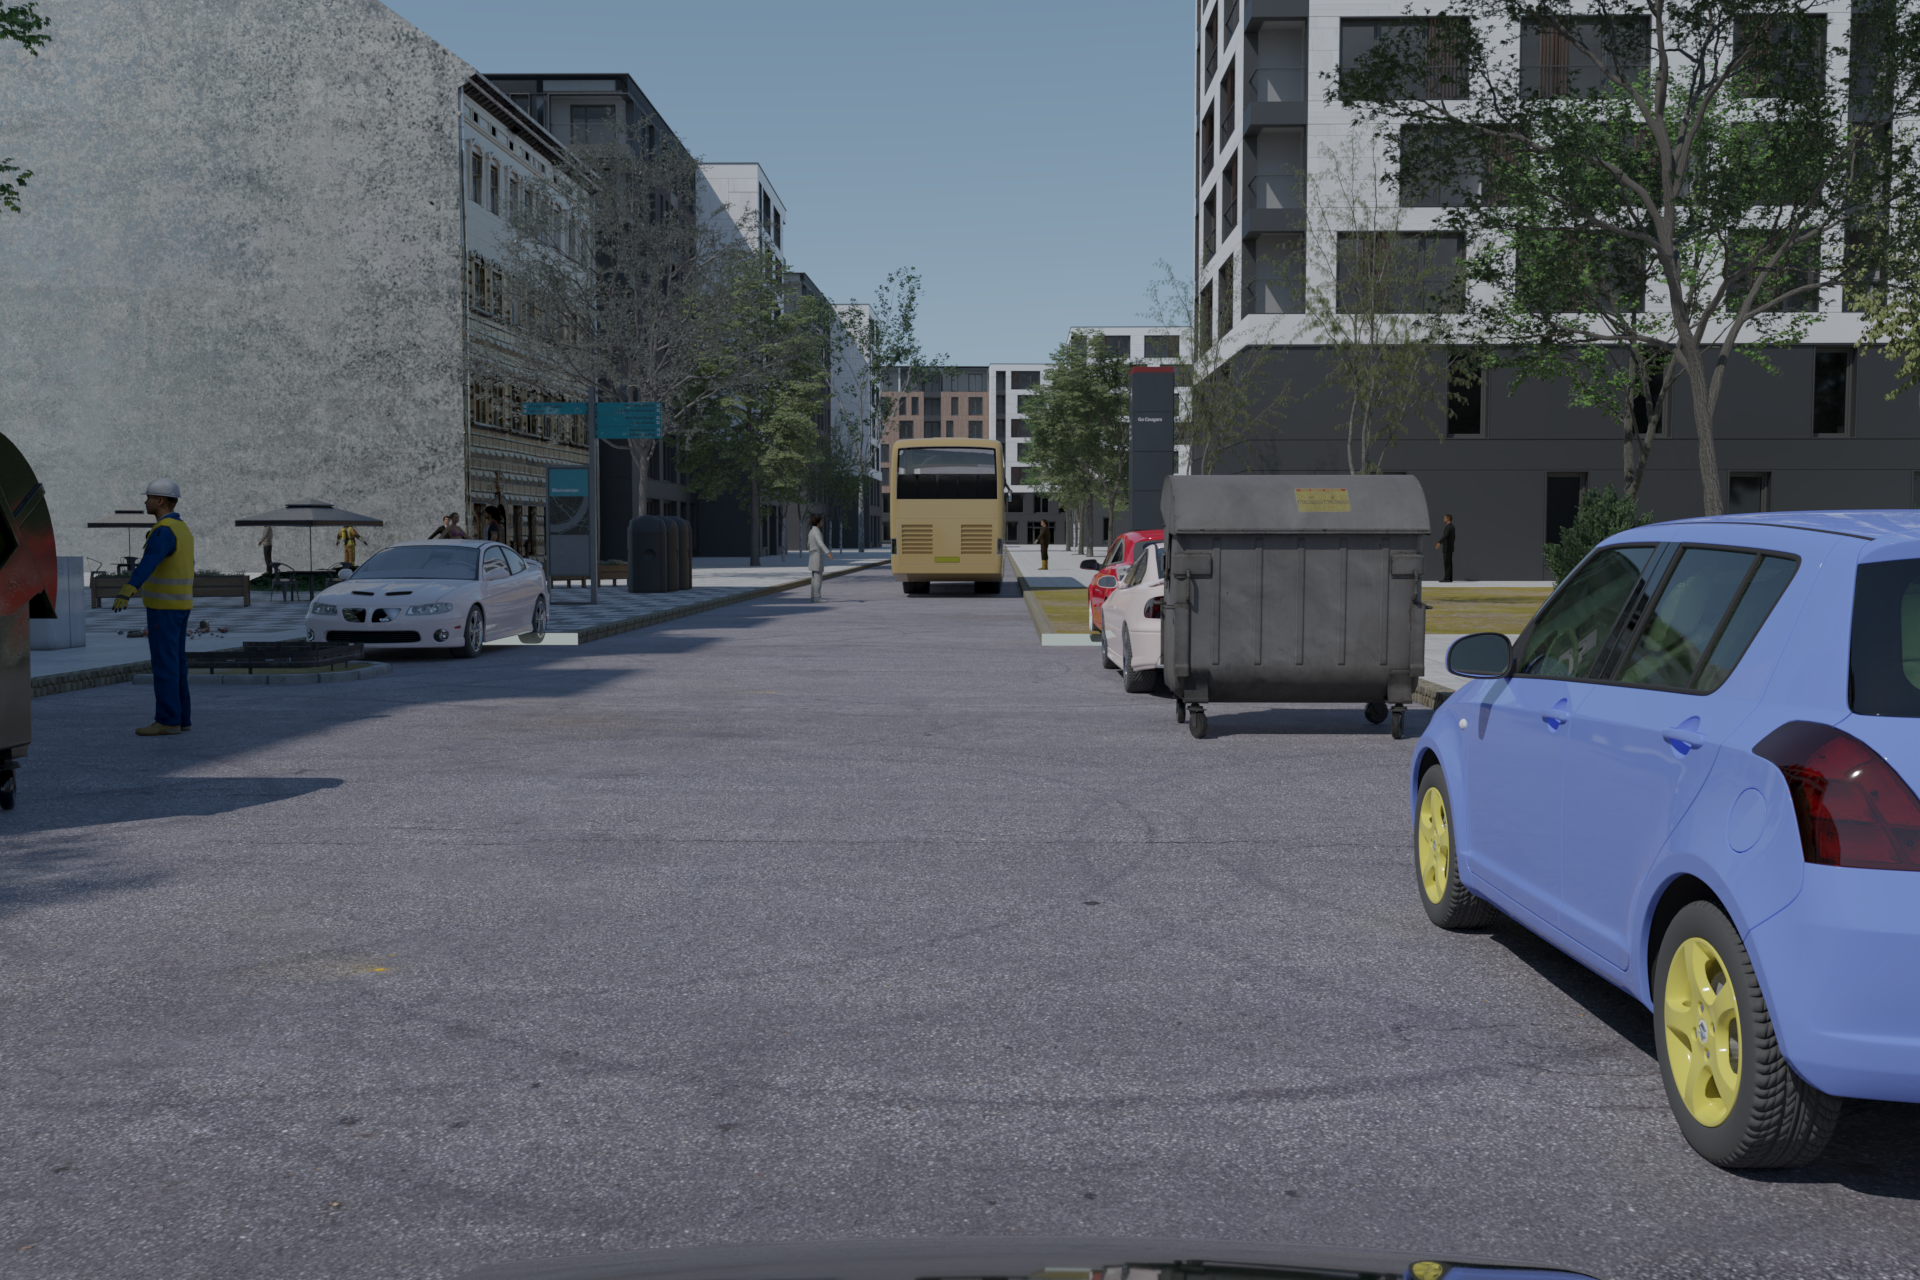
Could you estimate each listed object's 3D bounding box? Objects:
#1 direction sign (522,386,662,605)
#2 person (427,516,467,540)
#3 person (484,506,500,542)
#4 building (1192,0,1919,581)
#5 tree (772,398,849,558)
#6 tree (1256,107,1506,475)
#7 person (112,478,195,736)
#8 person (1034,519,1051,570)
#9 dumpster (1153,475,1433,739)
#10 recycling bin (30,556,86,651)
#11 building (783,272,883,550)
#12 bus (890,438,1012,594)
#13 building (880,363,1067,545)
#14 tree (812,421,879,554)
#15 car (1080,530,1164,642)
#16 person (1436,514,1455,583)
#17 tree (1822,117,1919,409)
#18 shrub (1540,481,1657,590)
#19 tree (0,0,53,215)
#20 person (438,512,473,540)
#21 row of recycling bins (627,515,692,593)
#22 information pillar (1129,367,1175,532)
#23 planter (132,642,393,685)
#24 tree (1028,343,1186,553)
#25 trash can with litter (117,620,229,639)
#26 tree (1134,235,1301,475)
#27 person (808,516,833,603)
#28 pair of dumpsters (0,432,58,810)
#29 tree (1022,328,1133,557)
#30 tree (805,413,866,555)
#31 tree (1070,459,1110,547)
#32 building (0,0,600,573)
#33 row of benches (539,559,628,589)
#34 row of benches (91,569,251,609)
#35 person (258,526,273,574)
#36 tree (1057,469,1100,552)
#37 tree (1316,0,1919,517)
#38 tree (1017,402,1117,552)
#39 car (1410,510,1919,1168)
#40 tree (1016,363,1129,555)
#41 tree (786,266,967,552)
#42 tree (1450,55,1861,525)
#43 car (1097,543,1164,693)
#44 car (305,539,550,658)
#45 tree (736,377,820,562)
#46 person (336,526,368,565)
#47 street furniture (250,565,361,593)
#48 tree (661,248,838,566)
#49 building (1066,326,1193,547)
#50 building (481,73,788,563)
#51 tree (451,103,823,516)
[{"bbox_3d":[-6.627,-2.638,31.900,2.525,3.948,1.411,0,4,2],"label":"direction sign"},{"bbox_3d":[-14.720,-2.664,49.742,1.347,1.806,0.705,-1,4,-23],"label":"person"},{"bbox_3d":[-8.927,-1.635,32.883,0.704,1.843,1.345,-1,4,-20],"label":"person"},{"bbox_3d":[22.134,-13.364,62.484,27.936,21.610,32.646,0,4,2],"label":"building"},{"bbox_3d":[-8.723,-8.679,92.257,4.360,8.622,3.978,0,3,0],"label":"tree"},{"bbox_3d":[6.821,-4.888,30.288,4.360,8.622,3.978,0,3,0],"label":"tree"},{"bbox_3d":[-5.734,-0.246,12.450,0.705,1.833,1.349,0,4,-7],"label":"person"},{"bbox_3d":[2.992,-3.417,62.002,0.704,1.812,1.346,2,4,24],"label":"person"},{"bbox_3d":[2.376,-0.267,12.578,1.865,1.857,1.264,0,4,1],"label":"dumpster"},{"bbox_3d":[-10.329,-0.419,19.398,0.722,1.027,0.722,0,4,2],"label":"recycling bin"},{"bbox_3d":[-22.051,-18.842,152.049,27.936,21.610,32.646,0,4,2],"label":"building"},{"bbox_3d":[-0.105,-3.235,44.435,2.896,3.916,12.252,0,4,2],"label":"bus"},{"bbox_3d":[0.967,-22.823,219.593,32.646,21.610,27.936,0,4,-2],"label":"building"},{"bbox_3d":[-7.357,-9.779,110.250,4.737,8.622,4.395,0,3,0],"label":"tree"},{"bbox_3d":[2.618,-0.782,21.828,2.155,1.783,4.494,0,3,0],"label":"car"},{"bbox_3d":[12.908,-2.426,45.895,0.704,1.802,1.346,2,4,31],"label":"person"},{"bbox_3d":[16.740,-4.829,29.315,4.737,8.622,4.395,0,3,0],"label":"tree"},{"bbox_3d":[9.534,-1.320,25.630,1.661,2.075,1.752,0,3,0],"label":"shrub"},{"bbox_3d":[-13.022,-5.556,16.596,9.928,11.665,9.643,0,3,0],"label":"tree"},{"bbox_3d":[-10.385,-1.777,35.853,0.721,1.733,1.217,2,4,32],"label":"person"},{"bbox_3d":[-6.732,-1.963,39.213,1.069,1.692,3.534,0,4,3],"label":"row of recycling bins"},{"bbox_3d":[2.990,-2.309,27.124,0.750,3.857,0.750,0,4,0],"label":"information pillar"},{"bbox_3d":[-6.880,0.225,17.465,1.991,0.319,1.994,0,4,2],"label":"planter"},{"bbox_3d":[7.332,-9.239,85.465,8.767,10.594,7.601,1,4,12],"label":"tree"},{"bbox_3d":[-9.921,-0.681,22.189,1.678,1.210,2.233,0,4,1],"label":"trash can with litter"},{"bbox_3d":[5.811,-5.701,43.577,4.360,8.622,3.978,0,3,0],"label":"tree"},{"bbox_3d":[-2.971,-1.691,36.294,0.705,1.806,1.347,-1,4,-22],"label":"person"},{"bbox_3d":[-6.967,-0.214,8.453,4.436,2.255,1.574,0,4,1],"label":"pair of dumpsters"},{"bbox_3d":[6.846,-10.877,95.966,7.486,12.596,7.792,0,3,0],"label":"tree"},{"bbox_3d":[-7.965,-9.442,104.746,4.360,8.622,3.978,0,3,0],"label":"tree"},{"bbox_3d":[7.546,-9.945,112.966,4.360,8.622,3.978,0,3,0],"label":"tree"},{"bbox_3d":[-25.212,-14.369,65.864,19.493,23.208,18.063,0,4,2],"label":"building"},{"bbox_3d":[-8.667,-1.632,42.148,1.422,0.672,4.104,3,4,38],"label":"row of benches"},{"bbox_3d":[-14.587,-0.898,30.144,4.104,0.672,1.422,-1,4,-18],"label":"row of benches"},{"bbox_3d":[-21.783,-2.953,54.406,0.705,1.813,1.348,-1,4,-10],"label":"person"},{"bbox_3d":[7.847,-10.418,120.698,4.360,8.622,3.978,0,3,0],"label":"tree"},{"bbox_3d":[8.660,-5.224,19.828,8.767,10.594,7.601,0,4,-5],"label":"tree"},{"bbox_3d":[8.060,-12.329,127.331,9.928,11.665,9.643,0,3,0],"label":"tree"},{"bbox_3d":[2.535,0.268,5.204,1.945,1.707,3.694,0,4,1],"label":"car"},{"bbox_3d":[7.372,-11.046,106.356,9.928,11.665,9.643,0,3,0],"label":"tree"},{"bbox_3d":[-5.546,-16.239,121.394,12.611,20.169,13.585,0,3,0],"label":"tree"},{"bbox_3d":[14.764,-6.833,37.482,9.928,11.665,9.643,0,3,0],"label":"tree"},{"bbox_3d":[2.425,-0.283,16.984,2.083,1.381,4.827,0,4,1],"label":"car"},{"bbox_3d":[-6.467,-0.558,21.493,2.083,1.381,4.827,0,4,2],"label":"car"},{"bbox_3d":[-8.290,-7.939,80.164,4.737,8.622,4.395,0,3,0],"label":"tree"},{"bbox_3d":[-19.834,-3.092,56.325,1.354,1.858,0.705,2,4,27],"label":"person"},{"bbox_3d":[-13.958,-1.639,42.420,5.734,0.657,10.072,0,4,-4],"label":"street furniture"},{"bbox_3d":[-8.463,-9.228,69.000,7.486,12.596,7.792,0,3,0],"label":"tree"},{"bbox_3d":[25.306,-20.949,186.493,27.936,21.610,32.646,0,4,2],"label":"building"},{"bbox_3d":[-25.038,-15.264,93.538,27.936,21.610,32.646,0,4,1],"label":"building"},{"bbox_3d":[-9.129,-8.511,49.520,12.009,13.543,11.850,0,3,0],"label":"tree"}]
